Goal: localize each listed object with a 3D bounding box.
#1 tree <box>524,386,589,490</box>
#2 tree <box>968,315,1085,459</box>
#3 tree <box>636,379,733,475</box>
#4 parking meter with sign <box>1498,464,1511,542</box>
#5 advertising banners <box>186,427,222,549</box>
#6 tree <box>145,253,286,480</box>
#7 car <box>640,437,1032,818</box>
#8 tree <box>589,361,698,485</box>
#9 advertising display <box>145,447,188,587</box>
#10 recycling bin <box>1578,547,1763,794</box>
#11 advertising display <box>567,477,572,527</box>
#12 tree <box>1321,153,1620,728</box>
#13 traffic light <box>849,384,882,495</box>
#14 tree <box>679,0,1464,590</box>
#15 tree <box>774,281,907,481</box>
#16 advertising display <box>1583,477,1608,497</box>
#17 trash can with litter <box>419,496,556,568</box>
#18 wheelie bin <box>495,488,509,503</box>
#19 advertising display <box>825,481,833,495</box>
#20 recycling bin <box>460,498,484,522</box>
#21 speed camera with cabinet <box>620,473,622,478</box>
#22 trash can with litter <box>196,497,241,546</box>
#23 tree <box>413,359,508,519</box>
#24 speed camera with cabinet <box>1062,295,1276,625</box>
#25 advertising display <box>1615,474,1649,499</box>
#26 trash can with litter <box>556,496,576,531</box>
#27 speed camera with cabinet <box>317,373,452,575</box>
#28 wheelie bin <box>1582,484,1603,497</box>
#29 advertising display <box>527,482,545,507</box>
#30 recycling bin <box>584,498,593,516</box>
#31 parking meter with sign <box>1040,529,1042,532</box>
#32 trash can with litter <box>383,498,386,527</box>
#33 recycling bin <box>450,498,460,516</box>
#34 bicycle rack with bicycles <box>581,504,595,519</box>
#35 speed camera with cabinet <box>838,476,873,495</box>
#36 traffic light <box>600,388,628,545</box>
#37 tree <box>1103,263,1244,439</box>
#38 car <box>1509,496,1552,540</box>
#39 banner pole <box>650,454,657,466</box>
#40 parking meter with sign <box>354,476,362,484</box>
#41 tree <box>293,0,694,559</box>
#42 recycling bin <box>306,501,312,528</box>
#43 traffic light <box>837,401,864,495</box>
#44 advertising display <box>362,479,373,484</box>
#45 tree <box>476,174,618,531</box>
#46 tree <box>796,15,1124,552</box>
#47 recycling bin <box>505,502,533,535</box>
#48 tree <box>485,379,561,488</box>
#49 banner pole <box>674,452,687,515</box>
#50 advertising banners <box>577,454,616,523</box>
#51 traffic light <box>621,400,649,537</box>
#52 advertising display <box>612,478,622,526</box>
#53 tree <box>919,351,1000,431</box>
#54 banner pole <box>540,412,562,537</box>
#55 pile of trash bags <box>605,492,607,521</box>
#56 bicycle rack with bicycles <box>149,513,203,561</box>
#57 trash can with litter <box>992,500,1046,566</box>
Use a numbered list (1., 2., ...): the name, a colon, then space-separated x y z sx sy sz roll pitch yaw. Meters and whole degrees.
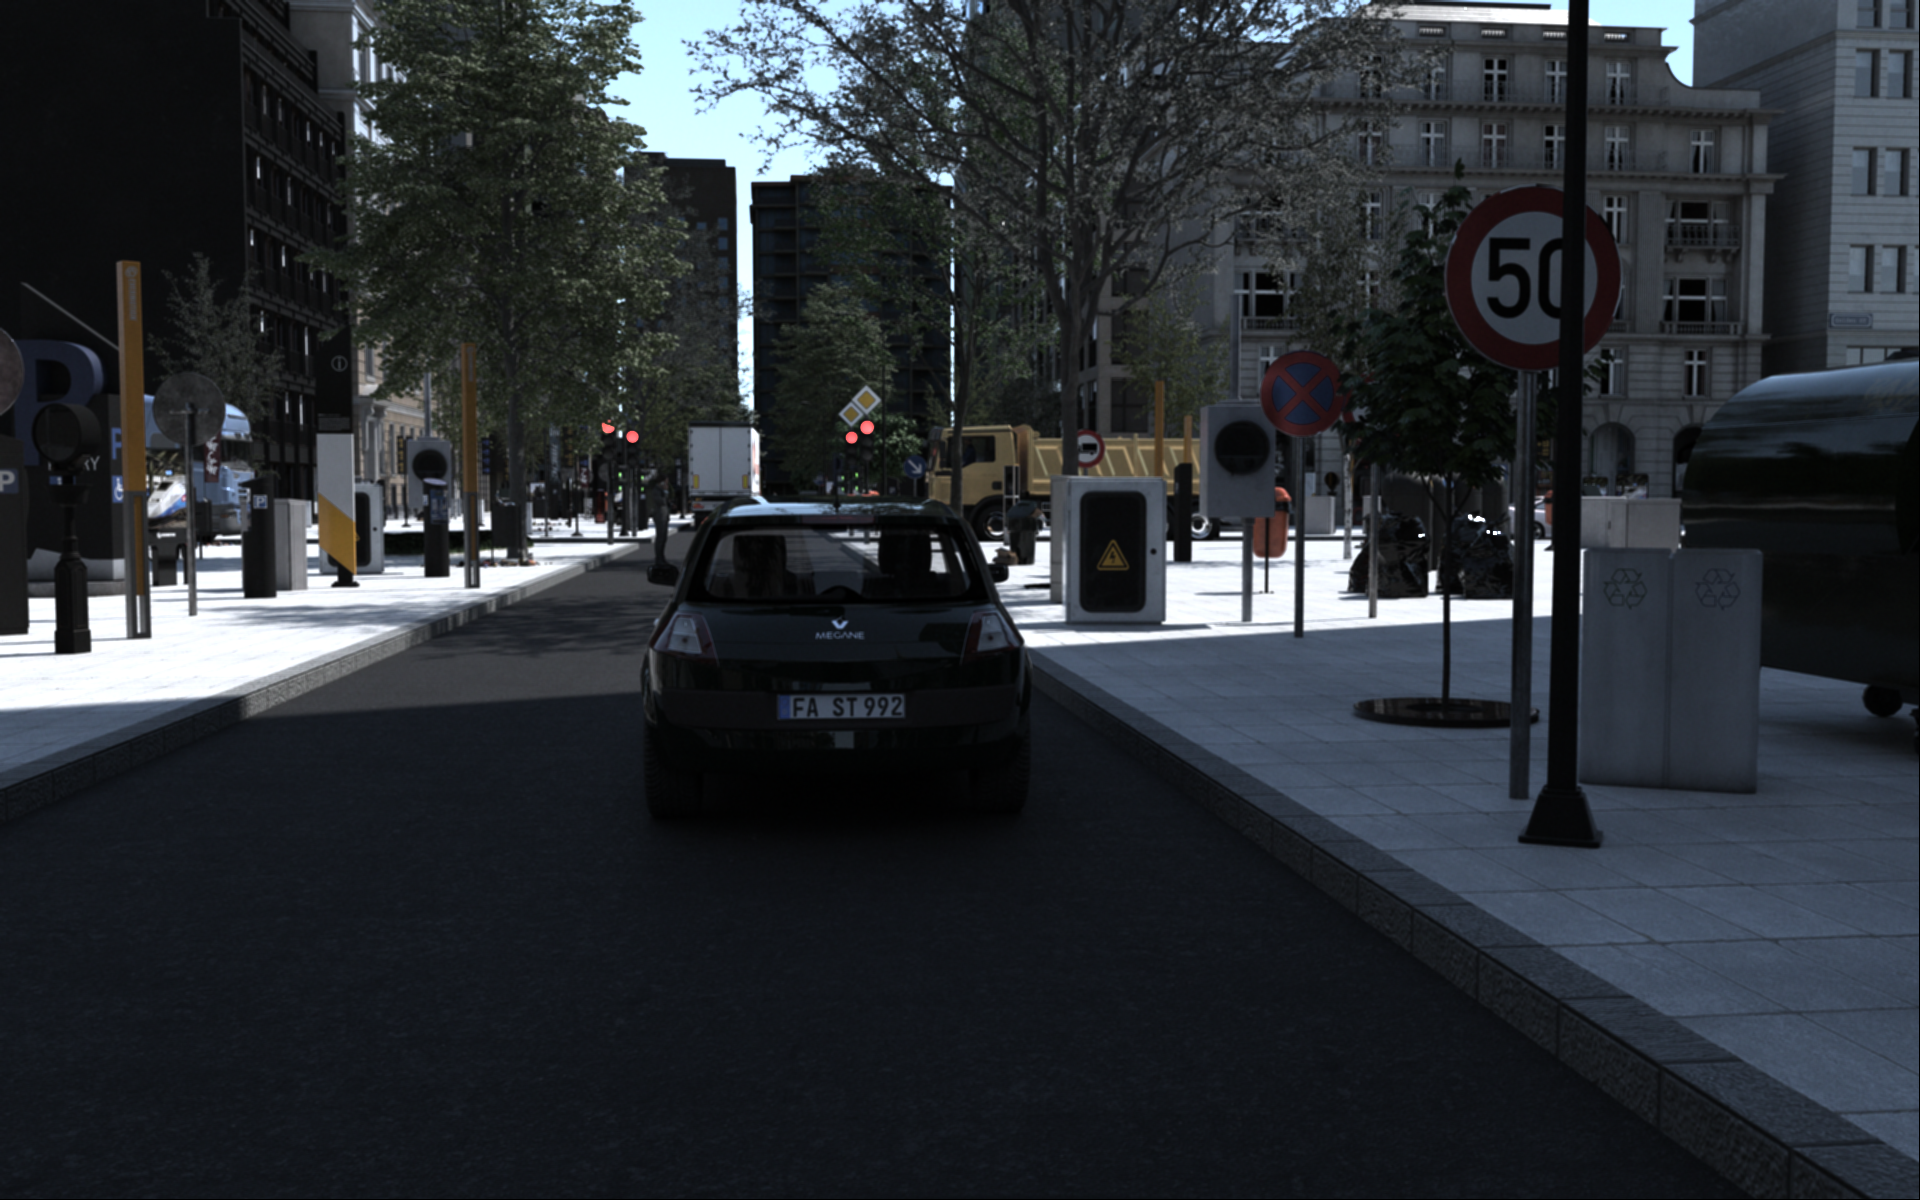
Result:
1. tree: -24.889 -9.748 109.745 4.737 8.622 4.395 0 3 0
2. tree: 2.831 -7.369 70.848 4.360 8.622 3.978 0 3 0
3. tree: -19.578 -11.728 126.158 8.767 10.594 7.601 -1 4 -20
4. parking meter with sign: 10.684 -2.346 34.611 0.543 3.016 1.738 0 4 6
5. advertising banners: -18.217 -2.724 40.719 2.074 3.025 0.090 1 4 13
6. tree: -22.394 -6.254 52.623 4.360 8.622 3.978 0 3 0
7. car: -0.677 0.041 9.121 2.009 1.686 4.222 0 4 -5
8. tree: -15.127 -8.290 85.910 4.737 8.622 4.395 0 3 0
9. advertising display: -11.108 -1.157 24.138 0.123 1.923 0.974 1 4 16
10. recycling bin: 3.206 0.289 7.822 0.722 1.027 0.722 1 4 23
11. advertising display: -15.090 -3.774 66.924 0.123 1.923 0.974 -1 4 -9
12. tree: 2.934 -0.936 9.911 1.663 3.219 1.824 0 3 0
13. traffic light: -2.419 -3.401 44.524 0.839 4.253 0.868 0 4 -6
14. tree: 1.525 -6.894 23.089 12.009 13.543 11.850 0 3 0
15. tree: -6.569 -10.681 92.759 7.486 12.596 7.792 0 3 0
16. advertising display: 24.134 -3.708 65.840 0.974 1.923 0.123 -1 4 -9
17. trash can with litter: -8.485 -1.215 30.921 2.233 1.210 1.678 0 4 -8
18. wheelie bin: -25.641 -5.473 97.393 0.980 1.594 0.693 -2 4 -27
19. advertising display: -6.065 -4.829 84.167 0.974 1.923 0.123 1 4 13
20. recycling bin: -22.097 -4.044 78.675 0.722 1.027 0.722 1 4 12
21. speed camera with cabinet: -14.253 -4.897 74.395 0.660 3.252 2.038 1 4 20
22. trash can with litter: -18.498 -1.957 43.058 2.233 1.210 1.678 0 4 -6
23. tree: -25.228 -8.370 87.207 4.737 8.622 4.395 0 3 0
24. speed camera with cabinet: 2.053 -1.394 17.120 2.038 3.252 0.660 0 4 0
25. advertising display: 21.383 -3.054 55.147 0.974 1.923 0.123 2 4 25
26. trash can with litter: -14.760 -2.995 60.031 2.233 1.210 1.678 -3 5 -42
27. speed camera with cabinet: -9.283 -2.056 27.949 2.038 3.252 0.660 -1 4 -19
28. wheelie bin: 19.960 -2.885 55.077 0.980 1.594 0.693 -1 4 -22
29. advertising display: -22.994 -5.460 94.486 0.974 1.923 0.123 0 4 4
30. recycling bin: -22.072 -5.585 103.868 0.722 1.027 0.722 -3 5 -39
31. parking meter with sign: 1.937 -3.841 59.060 1.738 3.016 0.543 0 4 -5
32. trash can with litter: -22.322 -3.321 65.692 1.055 1.170 0.624 0 4 2
33. recycling bin: -29.509 -5.408 100.976 0.722 1.027 0.722 -2 4 -27
34. bicycle rack with bicycles: -17.632 -4.616 88.847 2.925 0.926 2.852 1 4 11
35. speed camera with cabinet: -3.998 -4.399 66.259 0.660 3.252 2.038 1 4 22
36. traffic light: -8.838 -3.356 43.790 0.839 4.253 0.868 0 4 -6
37. tree: 6.683 -6.380 54.681 4.737 8.622 4.395 0 3 0
38. car: 17.910 -2.390 51.435 4.827 1.381 2.083 0 4 -6
39. banner pole: -19.200 -7.256 108.644 0.863 3.779 0.401 2 4 34
40. parking meter with sign: -25.263 -4.644 72.188 1.738 3.016 0.543 -1 4 -16
41. tree: -9.178 -7.112 34.402 7.486 12.596 7.792 0 3 0
42. recycling bin: -25.205 -3.268 65.984 0.722 1.027 0.722 3 5 41
43. traffic light: -3.310 -3.886 52.460 0.839 4.253 0.868 0 4 -6
44. advertising display: -26.221 -4.352 76.370 0.974 1.923 0.123 2 4 33
45. tree: -11.514 -9.155 60.052 12.009 13.543 11.850 0 3 0
46. tree: 0.046 -6.862 37.954 9.928 11.665 9.643 0 3 0
47. recycling bin: -13.834 -2.552 54.274 0.722 1.027 0.722 -2 4 -27
48. tree: -25.218 -9.205 100.869 4.360 8.622 3.978 0 3 0
49. banner pole: -16.697 -6.969 103.960 0.863 3.779 0.401 -1 4 -13
50. advertising banners: -15.819 -4.893 76.195 2.074 3.025 0.090 1 4 9
51. traffic light: -9.729 -3.841 51.725 0.839 4.253 0.868 0 4 -6
52. advertising display: -13.799 -3.970 70.124 0.123 1.923 0.974 1 4 22
53. tree: 0.180 -8.355 86.967 4.737 8.622 4.395 0 3 0
54. banner pole: -12.072 -3.739 51.149 0.863 3.779 0.401 2 4 32
55. pile of trash bags: -16.458 -4.438 82.316 1.912 1.369 3.447 0 4 6
56. bicycle rack with bicycles: -15.782 -1.233 33.537 2.852 0.926 2.925 0 4 3
57. trash can with litter: 1.053 -1.217 31.277 0.624 1.170 1.055 2 4 32
